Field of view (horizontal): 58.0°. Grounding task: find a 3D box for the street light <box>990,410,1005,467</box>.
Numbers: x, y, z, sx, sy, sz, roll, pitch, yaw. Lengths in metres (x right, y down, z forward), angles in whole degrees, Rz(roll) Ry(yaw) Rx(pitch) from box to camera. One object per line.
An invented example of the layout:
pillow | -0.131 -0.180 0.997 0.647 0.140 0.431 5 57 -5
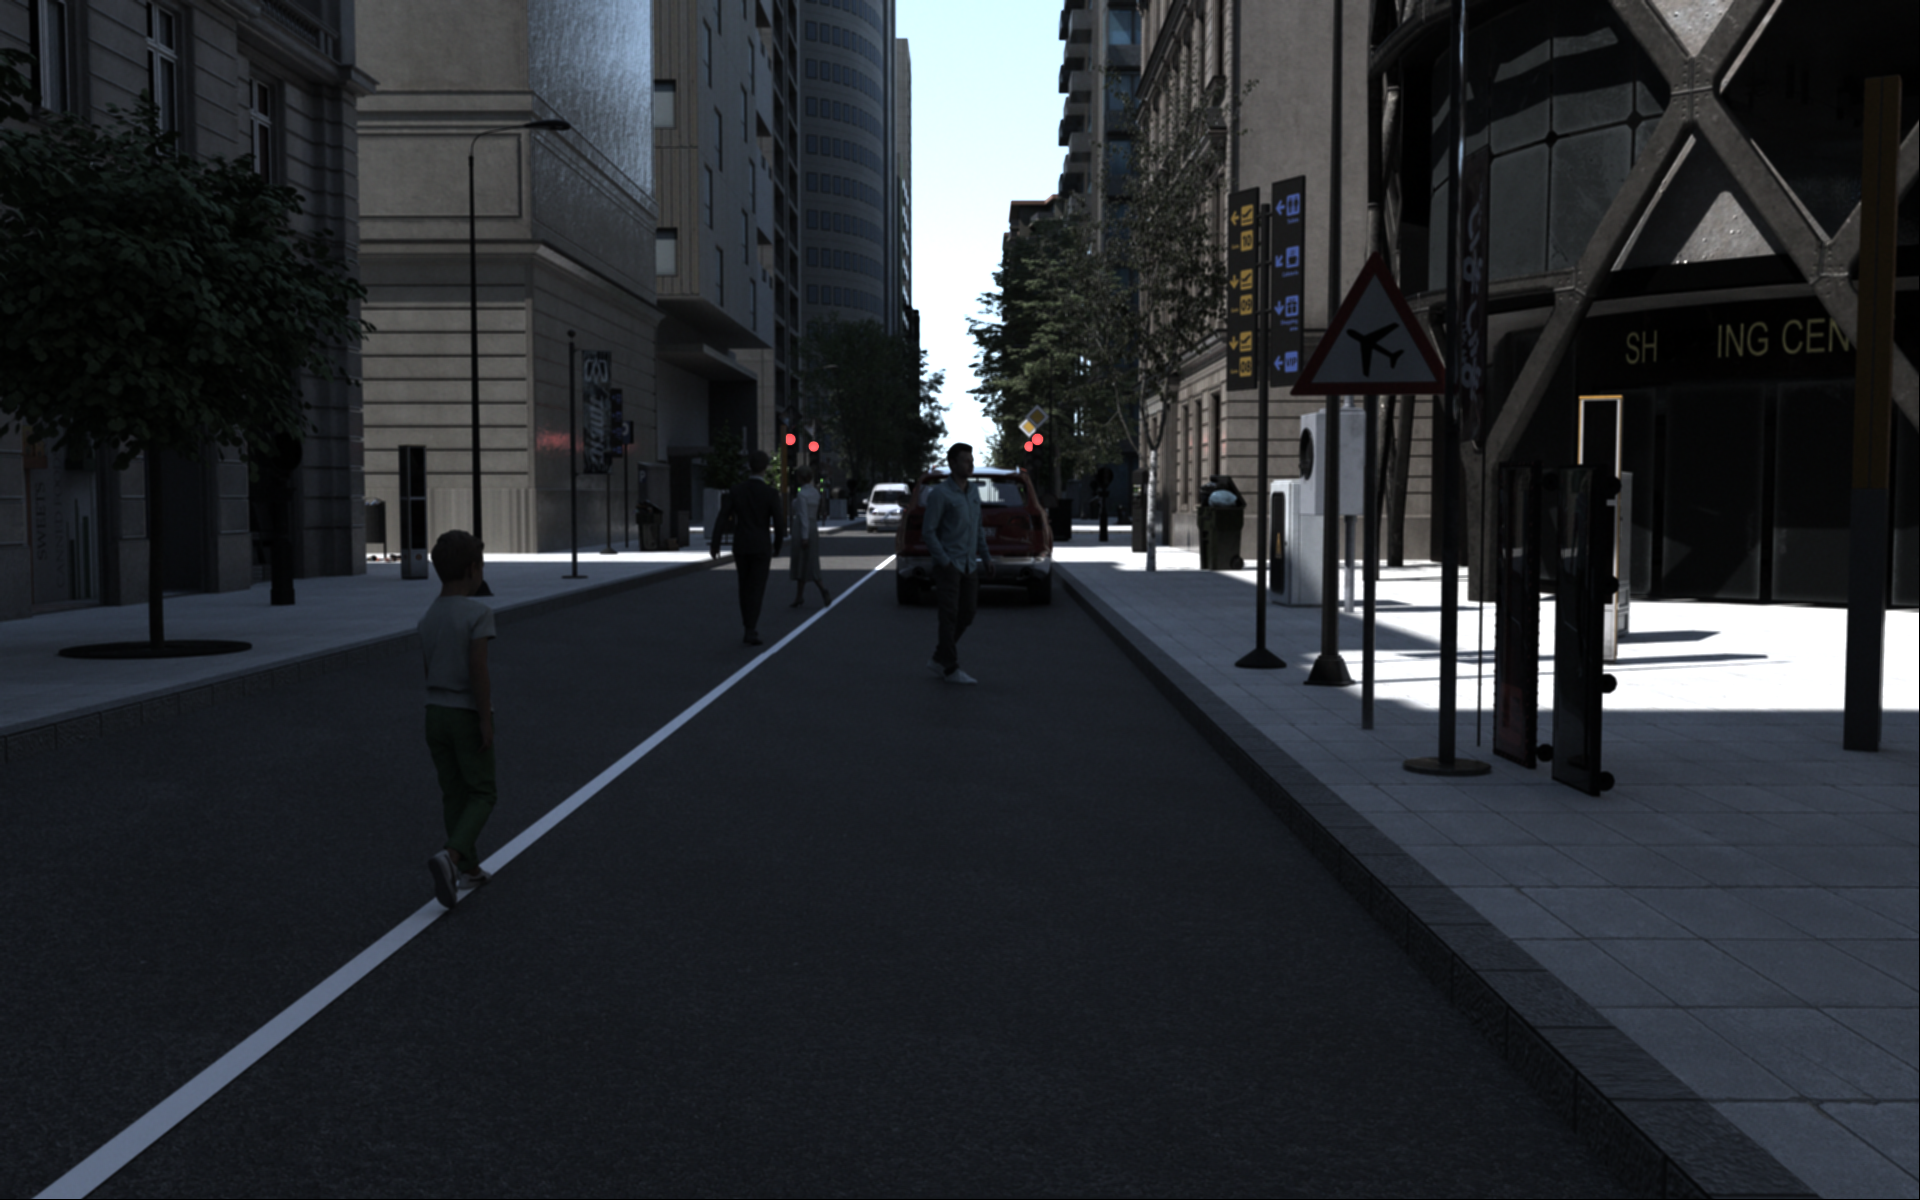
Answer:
street light | 2.529 -7.470 94.675 1.470 5.913 1.316 0 4 0

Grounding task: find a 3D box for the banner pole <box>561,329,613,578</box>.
banner pole | -5.701 -2.233 26.519 0.863 3.779 0.401 -2 4 -32

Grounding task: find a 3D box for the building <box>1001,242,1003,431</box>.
building | 17.787 -38.366 281.906 22.147 44.769 28.867 0 4 0

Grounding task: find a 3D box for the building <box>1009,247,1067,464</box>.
building | 13.315 -26.417 203.623 14.160 30.474 14.107 0 4 0

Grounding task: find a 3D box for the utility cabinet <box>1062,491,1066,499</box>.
utility cabinet | 8.409 -7.615 133.186 1.173 1.500 0.318 0 4 -3

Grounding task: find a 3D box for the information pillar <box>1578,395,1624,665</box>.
information pillar | 4.829 -0.526 13.096 0.304 2.012 0.304 1 4 22

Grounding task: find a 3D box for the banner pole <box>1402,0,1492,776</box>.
banner pole | 2.208 -1.083 7.722 0.401 3.779 0.863 1 4 14

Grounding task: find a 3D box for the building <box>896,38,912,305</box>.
building | -15.852 -51.320 277.337 20.563 71.187 20.611 0 4 0

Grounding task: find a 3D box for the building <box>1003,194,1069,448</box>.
building | 18.041 -36.567 252.488 22.147 44.769 28.867 0 4 0

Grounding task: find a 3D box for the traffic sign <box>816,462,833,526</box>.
traffic sign | -5.414 -4.191 68.625 0.768 2.556 0.104 0 4 6

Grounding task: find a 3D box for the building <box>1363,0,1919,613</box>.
building | 14.053 -9.578 24.055 16.820 18.784 16.811 0 4 0

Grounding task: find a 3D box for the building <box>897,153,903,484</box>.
building | -13.983 -31.690 201.722 14.154 41.232 14.086 0 4 0

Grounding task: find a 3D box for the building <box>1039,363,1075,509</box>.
building | 22.829 -28.280 154.259 32.217 40.220 23.993 0 4 0

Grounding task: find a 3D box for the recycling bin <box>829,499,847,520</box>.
recycling bin | -6.162 -4.588 87.561 0.722 1.027 0.722 1 4 18

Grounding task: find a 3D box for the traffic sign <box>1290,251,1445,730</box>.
traffic sign | 2.226 -0.574 9.386 0.884 2.594 0.081 0 4 4

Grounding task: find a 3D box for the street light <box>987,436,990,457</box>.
street light | 2.995 -10.075 137.275 1.470 5.913 1.316 0 4 0

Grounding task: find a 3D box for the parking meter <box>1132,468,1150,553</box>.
parking meter | 3.970 -1.979 38.061 0.255 1.863 0.399 2 4 34

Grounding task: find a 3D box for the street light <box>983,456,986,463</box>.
street light | 3.276 -12.092 170.252 1.470 5.913 1.316 0 4 0

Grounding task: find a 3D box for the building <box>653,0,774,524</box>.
building | -22.953 -29.788 76.269 28.713 52.752 27.495 0 4 0

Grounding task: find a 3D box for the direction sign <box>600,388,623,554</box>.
direction sign | -7.532 -2.754 37.031 0.379 3.537 0.876 2 4 34

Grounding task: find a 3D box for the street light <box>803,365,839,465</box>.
street light | -5.083 -5.512 62.660 1.470 5.913 1.316 0 4 0

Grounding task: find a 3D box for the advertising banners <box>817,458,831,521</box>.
advertising banners | -6.568 -5.327 83.289 0.090 3.025 2.074 1 4 16

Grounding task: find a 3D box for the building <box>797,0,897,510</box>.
building | -17.681 -38.998 179.610 21.231 58.520 28.212 0 4 0

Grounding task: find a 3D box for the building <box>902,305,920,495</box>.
building | -13.206 -29.900 260.567 14.160 30.474 14.107 0 4 0

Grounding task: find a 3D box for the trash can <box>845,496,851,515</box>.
trash can | -7.018 -5.737 105.453 0.748 1.137 0.748 0 3 0

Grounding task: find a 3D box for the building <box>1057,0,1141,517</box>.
building | 17.587 -29.846 107.590 23.786 49.044 30.456 0 4 0

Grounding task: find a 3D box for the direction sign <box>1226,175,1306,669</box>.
direction sign | 2.237 -1.271 12.781 0.379 3.537 0.876 -2 4 -28

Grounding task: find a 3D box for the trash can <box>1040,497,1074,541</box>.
trash can | 2.730 -2.166 47.070 0.748 1.137 0.748 0 3 0

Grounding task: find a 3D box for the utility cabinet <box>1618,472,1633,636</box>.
utility cabinet | 5.632 -0.401 15.238 0.318 1.500 1.173 2 4 33

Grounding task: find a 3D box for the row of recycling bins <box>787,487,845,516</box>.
row of recycling bins | -8.419 -5.720 100.641 3.534 1.692 1.069 -1 4 -10

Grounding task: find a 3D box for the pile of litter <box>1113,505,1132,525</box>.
pile of litter | 6.978 -3.560 72.172 1.176 0.858 1.719 0 4 3

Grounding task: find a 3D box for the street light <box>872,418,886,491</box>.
street light | -4.754 -8.123 105.356 1.470 5.913 1.316 0 4 0

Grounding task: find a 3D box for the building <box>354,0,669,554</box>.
building | -23.272 -12.886 43.962 30.059 22.955 16.112 0 4 0

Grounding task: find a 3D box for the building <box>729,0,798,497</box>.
building | -18.859 -41.133 110.773 20.563 71.187 20.611 0 4 0

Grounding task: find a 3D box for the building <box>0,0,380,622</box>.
building | -15.489 -10.634 15.674 13.314 21.916 24.055 0 4 0

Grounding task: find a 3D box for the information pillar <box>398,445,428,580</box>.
information pillar | -8.224 -1.319 26.063 0.304 2.012 0.304 -3 5 -43

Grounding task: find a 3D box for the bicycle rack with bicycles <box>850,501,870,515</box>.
bicycle rack with bicycles | -6.471 -5.815 108.459 2.852 0.926 2.925 1 4 11

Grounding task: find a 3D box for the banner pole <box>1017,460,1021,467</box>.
banner pole | 3.008 -6.029 88.594 0.401 3.779 0.863 -1 4 -17

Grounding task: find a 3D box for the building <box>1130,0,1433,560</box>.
building | 9.834 -10.854 42.096 10.561 19.102 19.286 0 4 0

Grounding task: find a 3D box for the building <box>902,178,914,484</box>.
building | -18.534 -37.810 237.805 23.786 49.044 30.456 0 4 0

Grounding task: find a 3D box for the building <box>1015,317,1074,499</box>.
building | 19.980 -20.632 182.376 27.650 21.520 28.899 0 4 0

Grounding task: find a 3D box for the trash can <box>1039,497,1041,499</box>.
trash can | 4.355 -5.350 99.121 0.748 1.137 0.748 0 3 0

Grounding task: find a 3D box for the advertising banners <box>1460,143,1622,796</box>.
advertising banners | 2.661 -0.735 8.199 0.090 3.025 2.074 0 4 -2
